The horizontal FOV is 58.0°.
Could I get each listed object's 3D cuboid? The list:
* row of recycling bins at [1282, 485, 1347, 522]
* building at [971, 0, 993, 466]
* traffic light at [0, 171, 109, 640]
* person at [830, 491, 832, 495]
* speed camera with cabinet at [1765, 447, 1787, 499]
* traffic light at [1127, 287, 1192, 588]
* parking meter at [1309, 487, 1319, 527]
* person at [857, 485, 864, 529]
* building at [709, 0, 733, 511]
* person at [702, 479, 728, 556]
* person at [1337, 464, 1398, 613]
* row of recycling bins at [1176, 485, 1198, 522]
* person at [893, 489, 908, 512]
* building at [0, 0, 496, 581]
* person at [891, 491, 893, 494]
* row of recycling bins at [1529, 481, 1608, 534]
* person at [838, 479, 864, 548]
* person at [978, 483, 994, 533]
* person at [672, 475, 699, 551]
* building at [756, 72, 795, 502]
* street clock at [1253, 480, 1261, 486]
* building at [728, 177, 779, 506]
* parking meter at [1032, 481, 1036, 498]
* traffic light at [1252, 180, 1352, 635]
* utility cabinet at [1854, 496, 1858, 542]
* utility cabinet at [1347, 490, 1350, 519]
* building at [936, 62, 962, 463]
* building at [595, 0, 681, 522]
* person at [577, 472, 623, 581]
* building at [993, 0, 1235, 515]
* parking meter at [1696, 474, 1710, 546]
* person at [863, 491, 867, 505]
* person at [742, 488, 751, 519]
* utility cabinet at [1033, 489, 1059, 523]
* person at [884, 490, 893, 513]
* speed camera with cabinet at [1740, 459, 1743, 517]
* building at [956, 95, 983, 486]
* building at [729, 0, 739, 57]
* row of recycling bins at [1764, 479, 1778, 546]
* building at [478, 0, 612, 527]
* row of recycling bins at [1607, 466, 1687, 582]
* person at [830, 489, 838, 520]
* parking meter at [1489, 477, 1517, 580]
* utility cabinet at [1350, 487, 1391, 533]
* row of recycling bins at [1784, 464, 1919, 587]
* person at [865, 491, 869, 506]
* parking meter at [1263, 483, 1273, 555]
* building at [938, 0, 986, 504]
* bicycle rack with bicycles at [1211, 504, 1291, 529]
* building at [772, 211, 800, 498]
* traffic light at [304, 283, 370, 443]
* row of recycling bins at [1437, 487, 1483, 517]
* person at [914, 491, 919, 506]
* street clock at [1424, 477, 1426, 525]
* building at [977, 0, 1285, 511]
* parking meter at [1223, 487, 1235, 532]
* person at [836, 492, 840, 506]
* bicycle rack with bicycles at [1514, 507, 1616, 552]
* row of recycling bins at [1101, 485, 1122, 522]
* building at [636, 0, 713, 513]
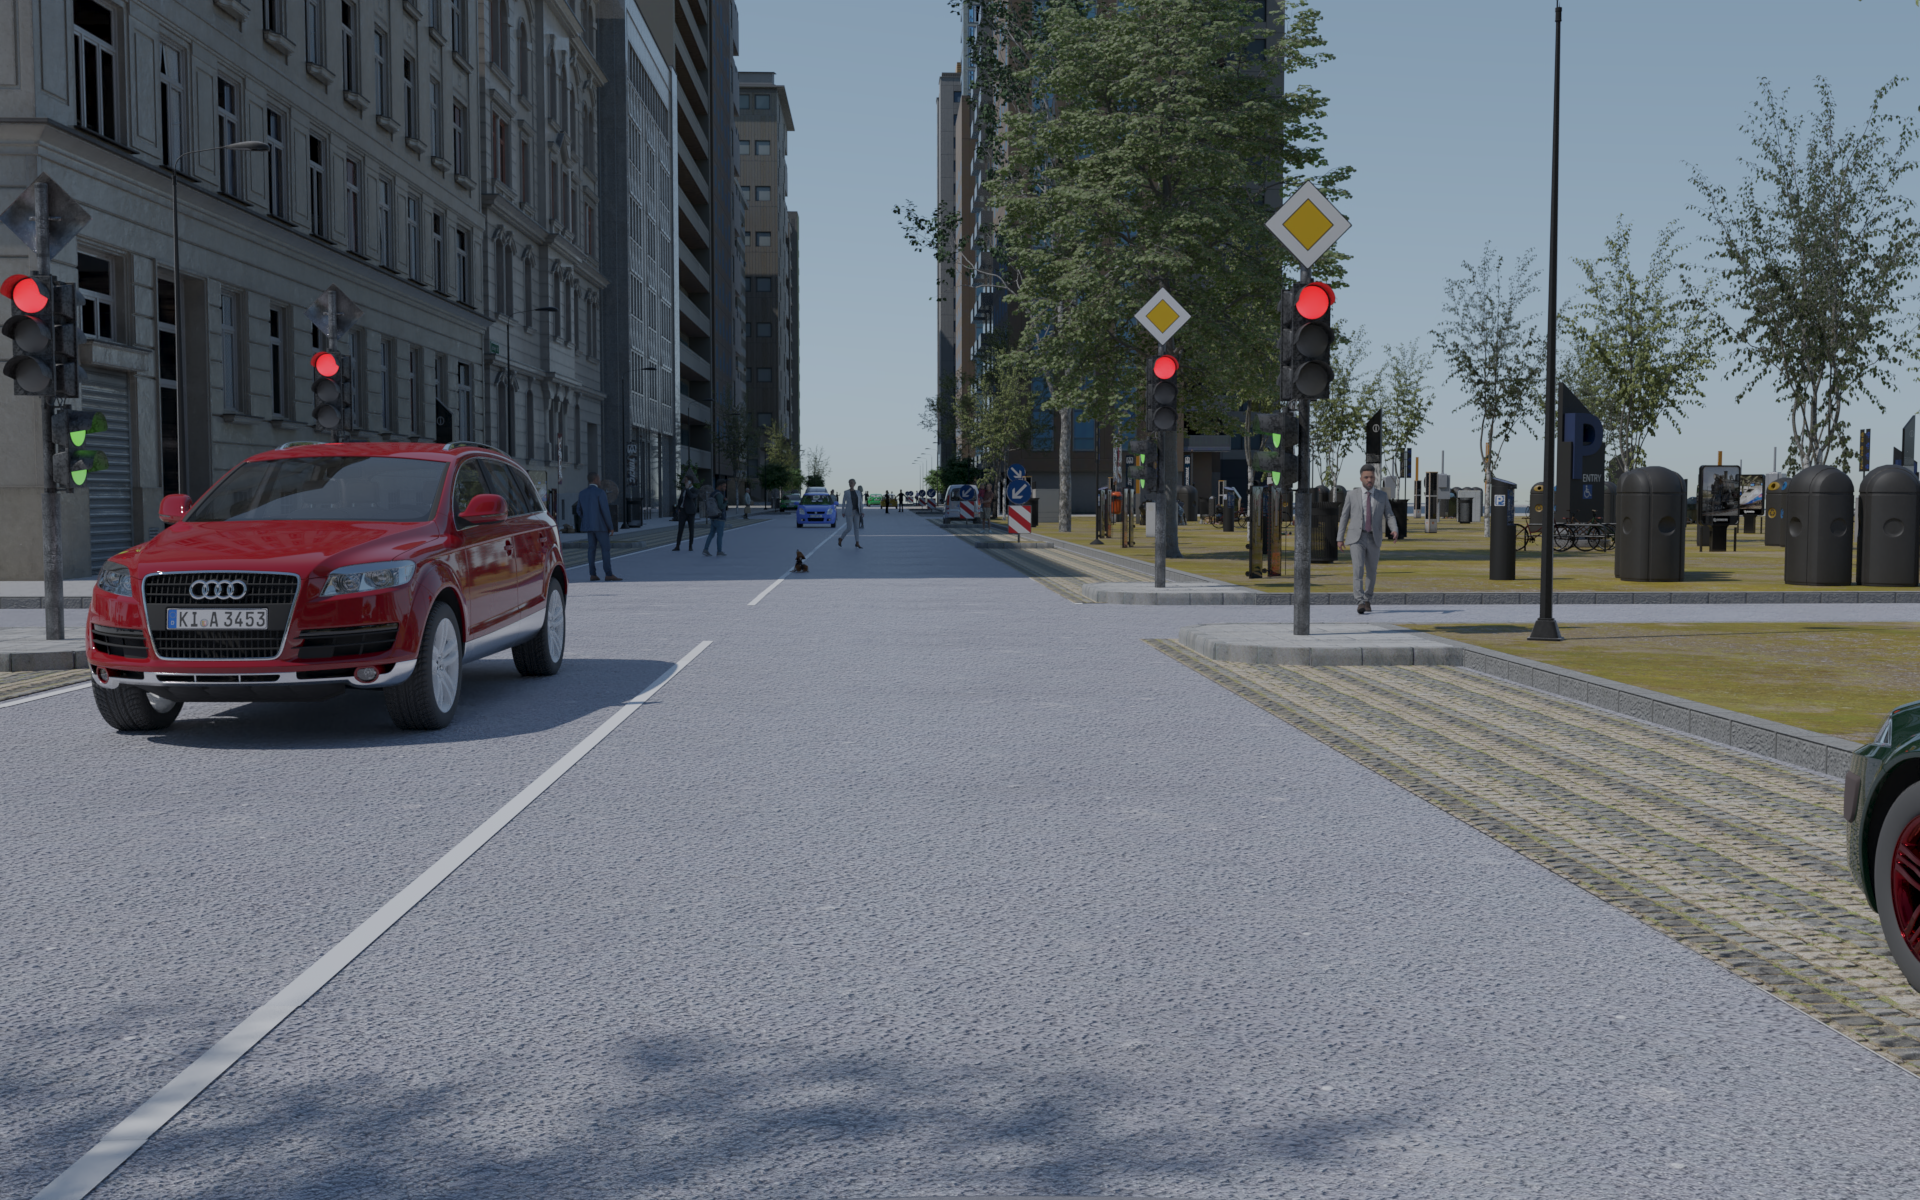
[{"bbox_3d":[16.119,-4.424,79.449,3.534,1.692,1.069,3,4,39],"label":"row of recycling bins"},{"bbox_3d":[12.497,-32.883,157.249,23.786,49.044,30.456,0,4,-3],"label":"building"},{"bbox_3d":[-7.955,-1.604,15.144,0.839,4.253,0.868,0,4,-3],"label":"traffic light"},{"bbox_3d":[-14.470,-11.358,194.290,0.705,1.812,1.348,1,4,14],"label":"person"},{"bbox_3d":[34.737,-4.764,72.220,2.038,3.252,0.660,3,5,45],"label":"speed camera with cabinet"},{"bbox_3d":[2.726,-2.124,23.643,0.839,4.253,0.868,0,4,-3],"label":"traffic light"},{"bbox_3d":[13.602,-3.558,66.580,0.372,1.533,0.369,0,3,0],"label":"parking meter"},{"bbox_3d":[-4.248,-3.882,72.148,0.526,1.800,0.537,1,4,21],"label":"person"},{"bbox_3d":[-24.236,-29.120,126.224,14.600,45.320,14.200,0,4,-3],"label":"building"},{"bbox_3d":[-5.569,-1.893,39.803,0.623,1.781,0.721,3,5,44],"label":"person"},{"bbox_3d":[4.904,-0.740,20.878,0.678,1.792,0.850,0,4,5],"label":"person"},{"bbox_3d":[10.376,-4.605,82.399,1.069,1.692,3.534,-1,4,-11],"label":"row of recycling bins"},{"bbox_3d":[-4.715,-7.919,138.003,1.348,1.821,0.705,2,4,26],"label":"person"},{"bbox_3d":[-21.287,-12.562,38.670,16.112,22.955,30.059,0,4,-3],"label":"building"},{"bbox_3d":[-9.463,-14.255,241.576,0.705,1.824,1.348,-1,4,-20],"label":"person"},{"bbox_3d":[20.135,-3.040,56.817,1.069,1.692,3.534,-2,4,-27],"label":"row of recycling bins"},{"bbox_3d":[-2.888,-2.289,45.803,0.818,1.842,0.514,3,5,41],"label":"person"},{"bbox_3d":[0.922,-3.391,63.911,0.580,1.828,0.573,-1,4,-15],"label":"person"},{"bbox_3d":[-6.906,-2.191,43.691,0.648,1.900,0.474,1,4,16],"label":"person"},{"bbox_3d":[-35.856,-38.614,220.578,28.713,52.752,27.495,0,4,-3],"label":"building"},{"bbox_3d":[15.442,-5.258,90.542,0.471,2.002,0.358,3,5,41],"label":"street clock"},{"bbox_3d":[-36.924,-30.761,194.821,32.217,40.220,23.993,0,4,-3],"label":"building"},{"bbox_3d":[3.205,-4.394,77.556,0.399,1.863,0.255,0,4,-2],"label":"parking meter"},{"bbox_3d":[3.094,-1.636,15.667,0.839,4.253,0.868,0,4,-3],"label":"traffic light"},{"bbox_3d":[24.299,-2.124,45.895,1.020,1.237,0.306,2,4,35],"label":"utility cabinet"},{"bbox_3d":[19.481,-4.878,88.426,1.173,1.500,0.318,-2,4,-35],"label":"utility cabinet"},{"bbox_3d":[7.247,-42.929,243.891,21.231,58.520,28.212,0,4,-3],"label":"building"},{"bbox_3d":[-21.444,-16.499,87.774,12.078,24.808,19.932,0,4,-3],"label":"building"},{"bbox_3d":[-5.987,-1.218,28.595,0.721,1.800,0.419,1,4,20],"label":"person"},{"bbox_3d":[9.527,-28.366,113.893,14.600,45.320,14.200,0,4,-3],"label":"building"},{"bbox_3d":[18.293,-2.249,42.475,0.399,1.863,0.255,0,4,0],"label":"parking meter"},{"bbox_3d":[-12.096,-13.115,222.915,1.348,1.826,0.705,-2,4,-34],"label":"person"},{"bbox_3d":[-11.966,-5.387,97.070,0.515,1.767,0.782,0,4,-3],"label":"person"},{"bbox_3d":[3.786,-4.153,76.574,1.173,1.500,0.318,-2,4,-26],"label":"utility cabinet"},{"bbox_3d":[-5.341,-7.309,128.721,0.721,1.735,1.217,-2,4,-30],"label":"person"},{"bbox_3d":[44.417,-6.356,98.248,0.660,3.252,2.038,2,4,28],"label":"speed camera with cabinet"},{"bbox_3d":[6.739,-33.107,191.412,14.600,45.320,14.200,0,4,-3],"label":"building"},{"bbox_3d":[-32.902,-34.079,146.430,28.713,52.752,27.495,0,4,-3],"label":"building"},{"bbox_3d":[20.098,-2.095,41.366,1.069,1.692,3.534,1,4,12],"label":"row of recycling bins"},{"bbox_3d":[-21.700,-17.025,65.752,14.401,28.519,23.554,0,4,-3],"label":"building"},{"bbox_3d":[10.657,-1.200,26.740,1.069,1.692,3.534,1,4,22],"label":"row of recycling bins"},{"bbox_3d":[-6.952,-5.210,94.693,0.512,1.701,0.522,-1,4,-22],"label":"person"},{"bbox_3d":[8.106,-1.066,25.843,0.372,1.533,0.369,0,3,0],"label":"parking meter"},{"bbox_3d":[13.473,-2.937,56.694,1.173,1.500,0.318,0,4,4],"label":"utility cabinet"},{"bbox_3d":[13.451,-1.041,24.128,3.534,1.692,1.069,1,4,11],"label":"row of recycling bins"},{"bbox_3d":[-10.755,-11.837,202.172,0.705,1.807,1.348,-2,4,-30],"label":"person"},{"bbox_3d":[6.596,-1.739,36.848,0.372,1.533,0.369,0,3,0],"label":"parking meter"},{"bbox_3d":[8.967,-55.060,212.902,22.319,86.520,31.000,0,4,-3],"label":"building"},{"bbox_3d":[11.001,-3.171,65.230,2.925,0.926,2.852,1,4,12],"label":"bicycle rack with bicycles"},{"bbox_3d":[-29.826,-34.219,243.082,14.154,41.232,14.086,0,4,-3],"label":"building"},{"bbox_3d":[-8.322,-2.092,23.121,0.839,4.253,0.868,0,4,-3],"label":"traffic light"},{"bbox_3d":[28.370,-5.558,97.985,3.534,1.692,1.069,-3,4,-36],"label":"row of recycling bins"},{"bbox_3d":[-5.098,-11.896,202.863,0.599,1.838,0.709,3,5,39],"label":"person"},{"bbox_3d":[19.498,-4.137,72.206,0.358,2.002,0.471,0,4,-1],"label":"street clock"},{"bbox_3d":[12.030,-42.346,130.609,20.563,71.187,20.611,0,4,-3],"label":"building"},{"bbox_3d":[9.128,-3.083,58.811,0.372,1.533,0.369,0,3,0],"label":"parking meter"},{"bbox_3d":[-14.886,-12.397,211.993,0.742,1.727,0.445,1,4,23],"label":"person"},{"bbox_3d":[14.043,-1.574,39.113,2.925,0.926,2.852,3,4,36],"label":"bicycle rack with bicycles"},{"bbox_3d":[6.985,-4.462,80.068,1.069,1.692,3.534,1,4,9],"label":"row of recycling bins"},{"bbox_3d":[-27.262,-29.598,107.631,21.300,48.544,21.600,0,4,-3],"label":"building"}]
